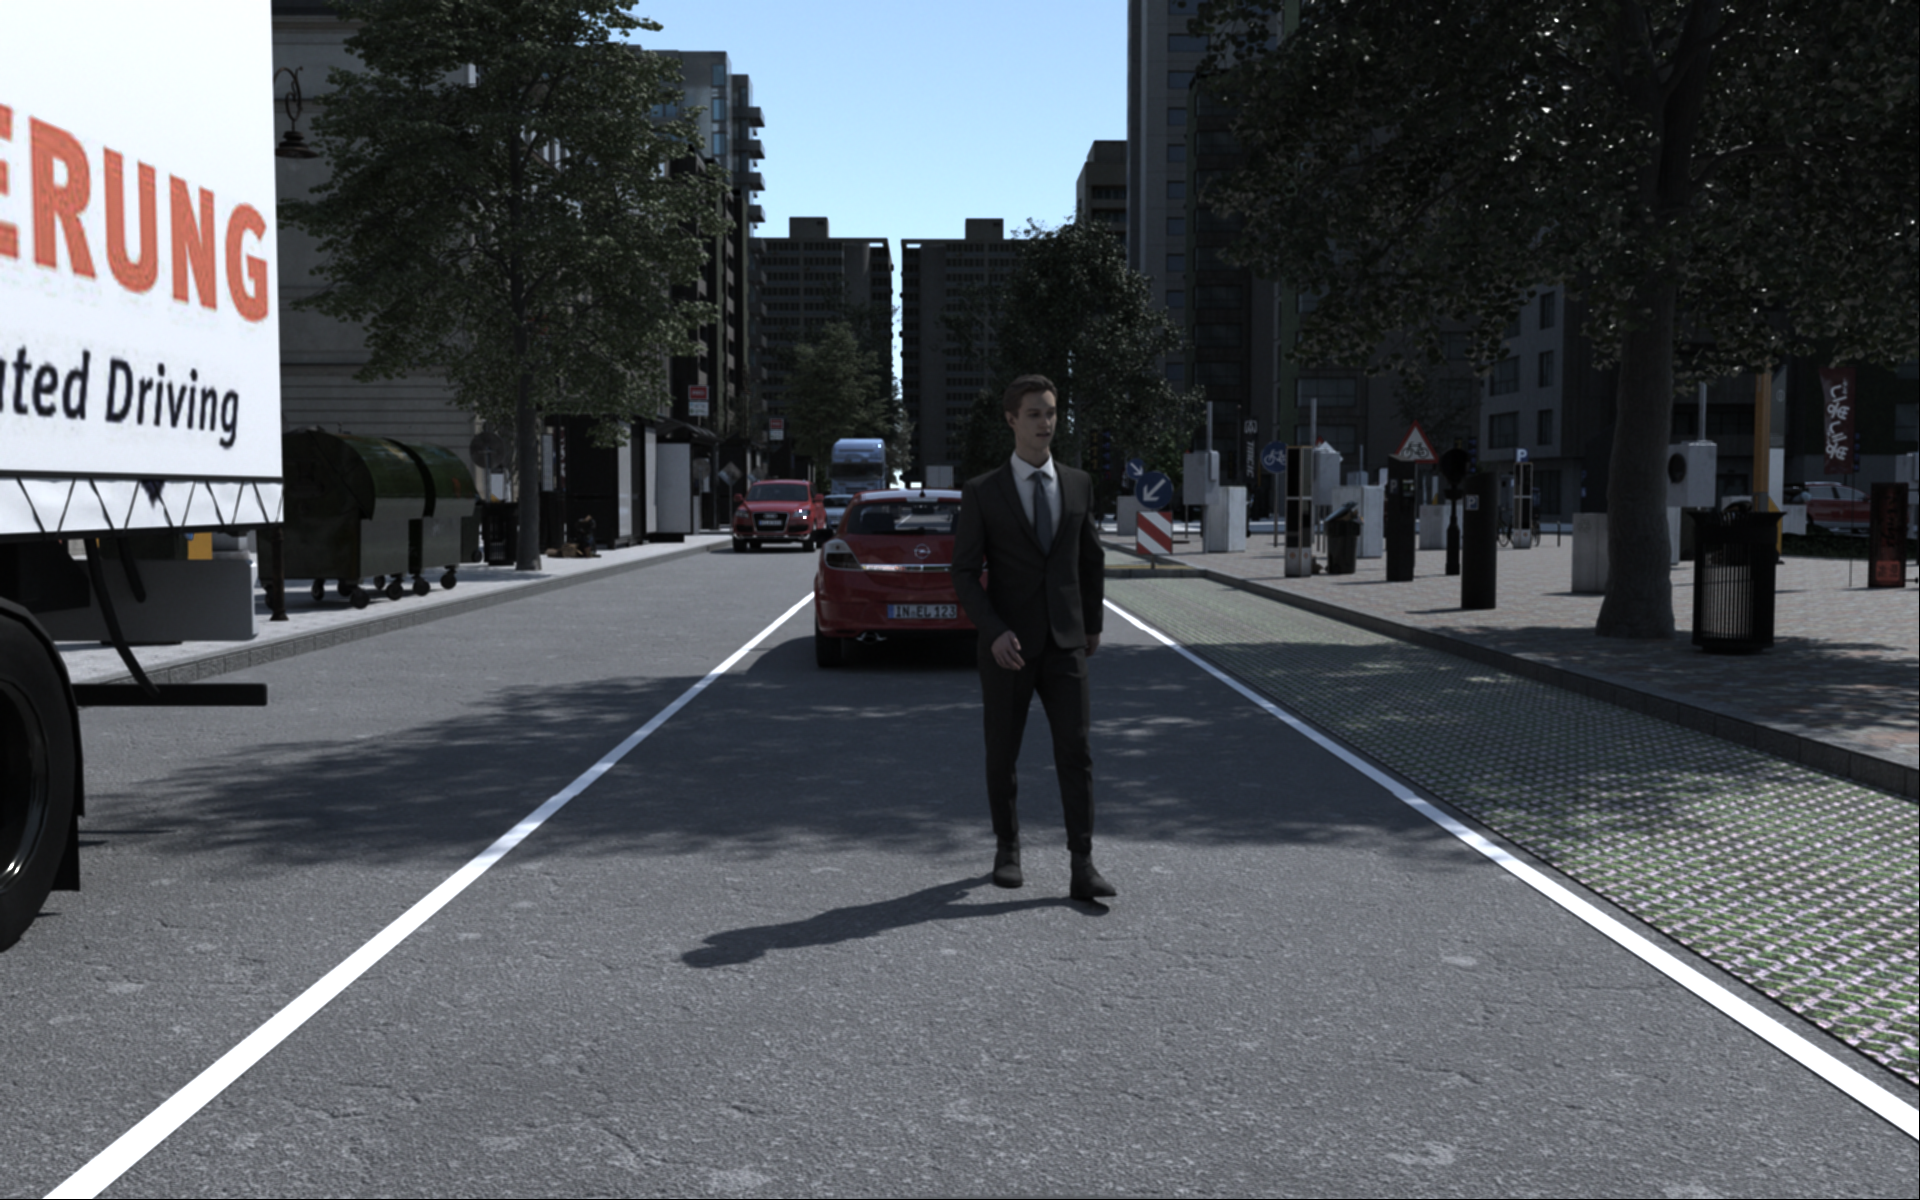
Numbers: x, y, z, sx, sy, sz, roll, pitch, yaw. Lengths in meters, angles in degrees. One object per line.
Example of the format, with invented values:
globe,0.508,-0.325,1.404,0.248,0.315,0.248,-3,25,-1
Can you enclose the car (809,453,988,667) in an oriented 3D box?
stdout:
car,-0.337,-0.416,15.842,2.155,1.783,4.494,0,4,-1

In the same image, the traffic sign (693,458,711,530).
traffic sign,-9.223,-3.753,61.473,0.768,2.556,0.104,0,4,4

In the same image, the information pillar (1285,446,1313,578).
information pillar,5.220,-1.358,26.694,0.304,2.012,0.304,-3,5,-43

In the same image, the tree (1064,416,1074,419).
tree,4.653,-9.158,100.093,4.737,8.622,4.395,0,3,0

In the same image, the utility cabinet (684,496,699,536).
utility cabinet,-8.607,-2.598,53.637,1.020,1.237,0.306,-2,4,-26

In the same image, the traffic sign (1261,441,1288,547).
traffic sign,7.637,-2.551,41.821,0.768,2.556,0.104,0,4,5

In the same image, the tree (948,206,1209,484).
tree,4.766,-9.326,69.486,9.611,12.733,9.660,0,3,0

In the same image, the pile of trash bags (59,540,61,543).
pile of trash bags,-11.773,-0.693,21.078,1.912,1.369,3.447,0,4,-6

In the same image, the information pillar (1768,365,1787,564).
information pillar,14.805,-2.455,31.501,0.504,3.616,0.183,-2,4,-29

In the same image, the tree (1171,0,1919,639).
tree,6.231,-6.644,15.279,9.857,13.997,8.962,0,3,0

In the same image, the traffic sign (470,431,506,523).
traffic sign,-9.600,-2.145,35.182,0.768,2.556,0.104,1,4,9

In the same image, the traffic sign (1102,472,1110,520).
traffic sign,7.205,-5.323,87.133,0.768,2.556,0.104,0,4,8

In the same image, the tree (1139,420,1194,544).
tree,5.393,-3.101,45.303,1.663,3.219,1.824,0,3,0

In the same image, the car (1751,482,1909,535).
car,28.896,-2.993,57.611,5.304,1.827,2.281,0,4,-2

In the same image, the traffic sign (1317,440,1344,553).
traffic sign,7.877,-2.216,37.419,0.795,2.450,0.064,0,4,2

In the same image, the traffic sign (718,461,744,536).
traffic sign,-6.998,-3.012,52.882,0.795,2.450,0.064,0,4,-1

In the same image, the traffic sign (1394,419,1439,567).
traffic sign,7.928,-1.848,30.223,0.884,2.594,0.081,1,4,8

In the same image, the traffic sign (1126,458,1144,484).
traffic sign,6.280,-3.765,61.656,0.768,2.556,0.104,0,4,7

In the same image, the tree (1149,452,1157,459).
tree,12.509,-7.818,111.534,4.285,4.588,4.351,0,3,0

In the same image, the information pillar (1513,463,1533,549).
information pillar,13.173,-2.206,40.555,0.304,2.012,0.304,-1,4,-14

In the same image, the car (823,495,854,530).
car,-4.264,-3.058,61.996,2.014,1.417,4.499,0,4,-2

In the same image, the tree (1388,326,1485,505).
tree,20.369,-7.638,75.249,4.360,8.622,3.978,0,3,0

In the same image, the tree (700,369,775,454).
tree,-13.058,-9.241,101.456,4.360,8.622,3.978,0,3,0

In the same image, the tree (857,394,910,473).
tree,-10.535,-17.274,192.798,12.009,13.543,11.850,0,3,0

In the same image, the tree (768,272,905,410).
tree,-10.875,-18.023,150.565,12.611,20.169,13.585,0,3,0

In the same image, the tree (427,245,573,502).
tree,-13.402,-6.145,50.832,4.360,8.622,3.978,0,3,0

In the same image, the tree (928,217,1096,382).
tree,4.064,-16.241,121.433,12.611,20.169,13.585,0,3,0

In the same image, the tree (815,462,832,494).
tree,-8.338,-6.735,104.726,1.663,3.219,1.824,0,3,0

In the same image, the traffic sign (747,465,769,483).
traffic sign,-7.107,-3.500,60.866,0.795,2.450,0.064,0,4,-1

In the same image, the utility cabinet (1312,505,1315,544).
utility cabinet,8.818,-2.199,44.636,0.318,1.500,1.173,0,4,-6

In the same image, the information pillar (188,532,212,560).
information pillar,-7.500,-1.557,16.806,0.183,3.616,0.504,2,4,28

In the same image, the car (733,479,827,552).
car,-4.569,-2.182,44.353,2.281,1.827,5.304,0,3,0

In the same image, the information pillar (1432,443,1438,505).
information pillar,21.873,-5.406,79.736,0.183,3.616,0.504,0,4,-6

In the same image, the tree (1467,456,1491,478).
tree,25.722,-5.599,86.148,1.663,3.219,1.824,0,3,0

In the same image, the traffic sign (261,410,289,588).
traffic sign,-9.547,-1.442,23.682,0.768,2.556,0.104,0,4,5

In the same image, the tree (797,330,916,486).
tree,-8.985,-14.032,136.072,9.857,13.997,8.962,0,3,0

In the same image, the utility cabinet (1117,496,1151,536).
utility cabinet,5.345,-2.572,53.212,1.020,1.237,0.306,0,4,-2

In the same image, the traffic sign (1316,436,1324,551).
traffic sign,8.015,-2.365,38.665,0.884,2.594,0.081,0,4,7

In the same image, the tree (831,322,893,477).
tree,-8.238,-11.951,113.532,7.486,12.596,7.792,0,3,0

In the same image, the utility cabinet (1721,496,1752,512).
utility cabinet,21.638,-2.271,48.297,1.020,1.237,0.306,-2,4,-34

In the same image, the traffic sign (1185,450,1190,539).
traffic sign,6.501,-3.036,49.650,0.884,2.594,0.081,0,4,7

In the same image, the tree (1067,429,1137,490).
tree,5.490,-5.825,78.949,4.285,4.588,4.351,0,3,0

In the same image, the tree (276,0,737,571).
tree,-7.628,-6.786,29.071,7.486,12.596,7.792,0,3,0

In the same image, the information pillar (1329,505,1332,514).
information pillar,14.378,-3.799,66.598,0.304,2.012,0.304,1,4,19

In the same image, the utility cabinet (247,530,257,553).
utility cabinet,-15.622,-1.605,37.400,0.306,1.237,1.020,3,5,44

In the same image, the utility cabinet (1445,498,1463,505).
utility cabinet,25.270,-4.718,88.298,1.020,1.237,0.306,2,4,25

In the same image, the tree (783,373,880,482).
tree,-9.060,-11.565,123.505,7.601,10.594,8.767,-2,4,-35

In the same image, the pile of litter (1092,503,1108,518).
pile of litter,7.454,-4.915,94.329,1.176,0.858,1.719,0,4,4

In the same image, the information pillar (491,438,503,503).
information pillar,-18.894,-4.855,70.733,0.504,3.616,0.183,0,4,-5

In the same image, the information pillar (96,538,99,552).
information pillar,-17.218,-2.653,34.730,0.183,3.616,0.504,2,4,24
